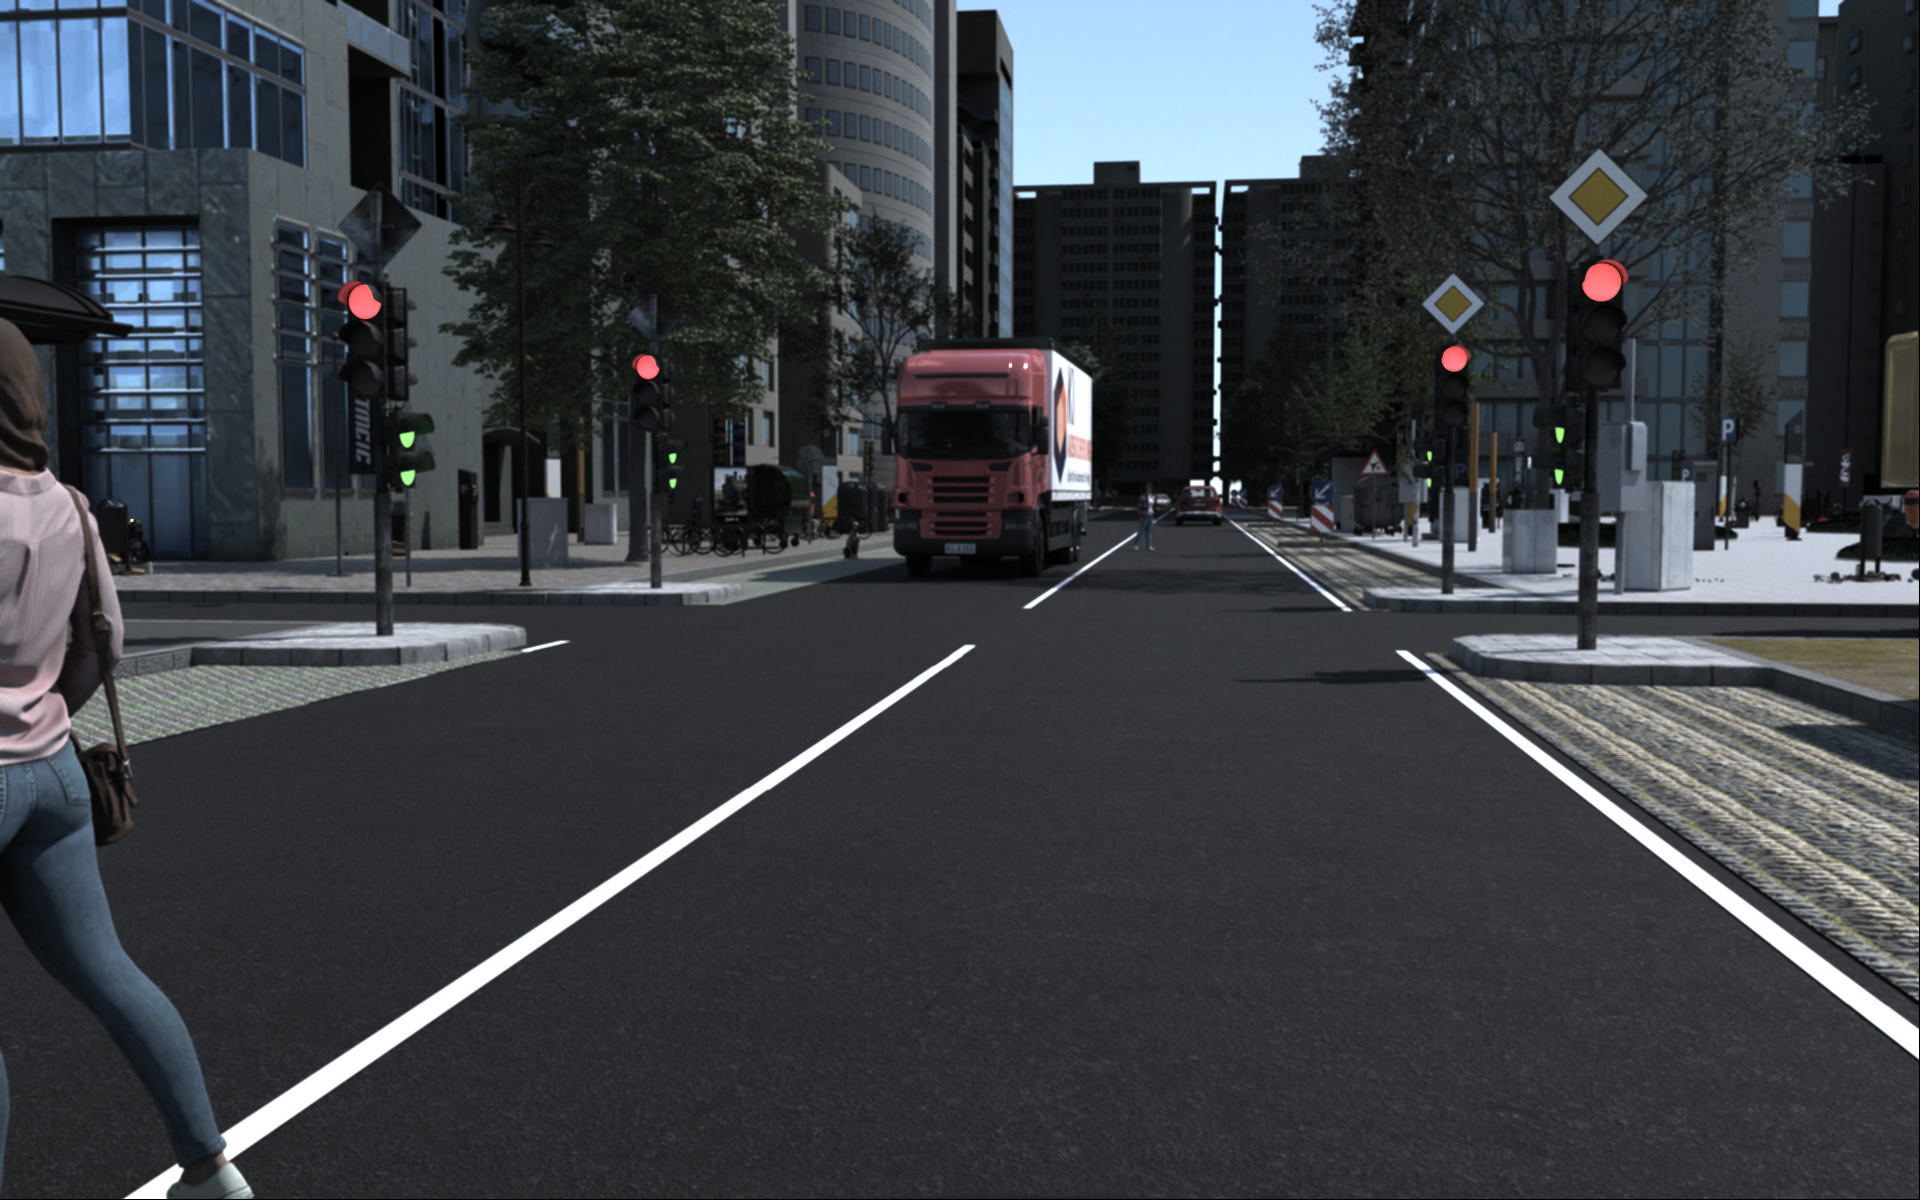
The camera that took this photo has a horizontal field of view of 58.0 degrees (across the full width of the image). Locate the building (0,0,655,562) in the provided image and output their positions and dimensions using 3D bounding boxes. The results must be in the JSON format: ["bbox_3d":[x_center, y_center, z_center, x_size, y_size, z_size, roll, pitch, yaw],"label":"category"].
[{"bbox_3d":[-22.204,-44.902,46.817,22.319,86.520,31.000,0,4,8],"label":"building"}]

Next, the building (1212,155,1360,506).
[{"bbox_3d":[42.090,-31.147,201.130,23.993,40.220,32.217,0,4,8],"label":"building"}]

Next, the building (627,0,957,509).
[{"bbox_3d":[-12.522,-35.041,114.915,21.231,58.520,28.212,0,4,8],"label":"building"}]

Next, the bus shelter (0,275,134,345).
[{"bbox_3d":[-9.142,-1.214,13.765,2.014,3.302,5.546,0,4,8],"label":"bus shelter"}]

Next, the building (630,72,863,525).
[{"bbox_3d":[-21.252,-14.793,86.898,27.650,21.520,28.899,0,4,8],"label":"building"}]

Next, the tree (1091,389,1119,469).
[{"bbox_3d":[8.488,-12.006,130.707,7.601,10.594,8.767,0,4,2],"label":"tree"}]

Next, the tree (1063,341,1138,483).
[{"bbox_3d":[10.179,-14.467,143.187,9.857,13.997,8.962,0,3,0],"label":"tree"}]

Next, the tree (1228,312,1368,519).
[{"bbox_3d":[17.346,-9.473,89.294,7.601,10.594,8.767,1,4,8],"label":"tree"}]

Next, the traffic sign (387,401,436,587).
[{"bbox_3d":[-7.623,-1.460,23.876,0.884,2.594,0.081,1,4,17],"label":"traffic sign"}]

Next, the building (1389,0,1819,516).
[{"bbox_3d":[42.015,-30.325,115.419,23.786,49.044,30.456,0,4,8],"label":"building"}]

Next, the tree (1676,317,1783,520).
[{"bbox_3d":[32.515,-7.491,72.847,4.360,8.622,3.978,0,3,0],"label":"tree"}]

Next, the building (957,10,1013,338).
[{"bbox_3d":[-2.889,-31.180,159.903,14.200,45.320,14.600,0,4,8],"label":"building"}]

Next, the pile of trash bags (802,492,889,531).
[{"bbox_3d":[-4.109,-3.097,60.384,3.447,1.369,1.912,1,4,23],"label":"pile of trash bags"}]

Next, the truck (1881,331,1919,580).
[{"bbox_3d":[14.461,-1.262,16.551,9.791,3.379,3.469,1,4,10],"label":"truck"}]

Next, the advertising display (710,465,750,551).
[{"bbox_3d":[-5.170,-2.064,38.961,0.974,1.923,0.123,-3,5,-41],"label":"advertising display"}]

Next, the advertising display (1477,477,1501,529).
[{"bbox_3d":[19.728,-3.641,64.743,0.974,1.923,0.123,3,4,38],"label":"advertising display"}]

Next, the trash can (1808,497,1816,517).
[{"bbox_3d":[40.659,-4.340,82.605,0.748,1.137,0.748,0,3,0],"label":"trash can"}]

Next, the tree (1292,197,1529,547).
[{"bbox_3d":[11.270,-5.597,41.870,4.737,8.622,4.395,0,3,0],"label":"tree"}]

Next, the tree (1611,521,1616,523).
[{"bbox_3d":[29.610,-5.075,77.574,1.663,3.219,1.824,0,3,0],"label":"tree"}]

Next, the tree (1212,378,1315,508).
[{"bbox_3d":[28.355,-15.116,164.153,9.611,12.733,9.660,0,3,0],"label":"tree"}]

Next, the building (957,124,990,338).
[{"bbox_3d":[-5.408,-22.289,136.121,14.160,30.474,14.107,0,4,8],"label":"building"}]

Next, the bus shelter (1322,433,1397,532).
[{"bbox_3d":[13.864,-4.063,60.359,2.014,3.302,5.546,0,4,8],"label":"bus shelter"}]

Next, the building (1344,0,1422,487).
[{"bbox_3d":[44.168,-30.042,145.810,22.147,44.769,28.867,0,4,8],"label":"building"}]

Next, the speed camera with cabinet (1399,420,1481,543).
[{"bbox_3d":[12.742,-3.159,45.993,2.038,3.252,0.660,2,4,24],"label":"speed camera with cabinet"}]

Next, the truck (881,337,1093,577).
[{"bbox_3d":[0.824,-2.723,33.437,2.839,4.237,11.283,1,4,9],"label":"truck"}]

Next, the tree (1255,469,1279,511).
[{"bbox_3d":[23.288,-8.423,132.317,1.663,3.219,1.824,0,3,0],"label":"tree"}]

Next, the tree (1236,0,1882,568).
[{"bbox_3d":[10.390,-7.340,30.377,12.009,13.543,11.850,0,3,0],"label":"tree"}]

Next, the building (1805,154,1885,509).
[{"bbox_3d":[70.208,-23.194,150.929,14.107,30.474,14.160,0,4,8],"label":"building"}]

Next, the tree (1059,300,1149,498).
[{"bbox_3d":[12.578,-19.330,171.931,12.611,20.169,13.585,0,3,0],"label":"tree"}]

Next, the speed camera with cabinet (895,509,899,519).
[{"bbox_3d":[-2.065,-4.222,63.360,0.660,3.252,2.038,0,4,-1],"label":"speed camera with cabinet"}]

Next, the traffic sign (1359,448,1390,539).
[{"bbox_3d":[11.787,-3.015,49.304,0.884,2.594,0.081,1,4,10],"label":"traffic sign"}]

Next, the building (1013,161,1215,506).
[{"bbox_3d":[18.393,-31.379,204.923,23.993,40.220,32.217,0,4,8],"label":"building"}]

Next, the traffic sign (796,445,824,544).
[{"bbox_3d":[-3.878,-2.722,44.613,0.768,2.556,0.104,1,4,17],"label":"traffic sign"}]

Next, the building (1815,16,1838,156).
[{"bbox_3d":[90.118,-36.926,192.977,27.495,52.752,28.713,0,4,8],"label":"building"}]

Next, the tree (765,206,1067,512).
[{"bbox_3d":[-1.962,-7.429,55.873,8.767,10.594,7.601,-2,4,-34],"label":"tree"}]

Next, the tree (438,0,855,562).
[{"bbox_3d":[-5.692,-7.000,32.583,7.486,12.596,7.792,0,3,0],"label":"tree"}]

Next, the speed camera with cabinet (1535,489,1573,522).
[{"bbox_3d":[20.417,-3.916,58.359,0.660,3.252,2.038,-3,4,-39],"label":"speed camera with cabinet"}]

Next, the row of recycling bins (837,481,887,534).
[{"bbox_3d":[-3.260,-3.054,57.050,1.069,1.692,3.534,1,4,14],"label":"row of recycling bins"}]

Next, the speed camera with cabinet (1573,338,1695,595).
[{"bbox_3d":[8.915,-1.736,22.719,2.038,3.252,0.660,-3,5,-42],"label":"speed camera with cabinet"}]

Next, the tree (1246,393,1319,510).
[{"bbox_3d":[20.498,-9.730,109.449,4.360,8.622,3.978,0,3,0],"label":"tree"}]

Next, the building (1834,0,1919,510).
[{"bbox_3d":[87.597,-31.842,144.323,21.600,48.544,21.300,0,4,8],"label":"building"}]

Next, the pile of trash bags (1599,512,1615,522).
[{"bbox_3d":[26.777,-4.022,75.505,3.447,1.369,1.912,-2,4,-24],"label":"pile of trash bags"}]
